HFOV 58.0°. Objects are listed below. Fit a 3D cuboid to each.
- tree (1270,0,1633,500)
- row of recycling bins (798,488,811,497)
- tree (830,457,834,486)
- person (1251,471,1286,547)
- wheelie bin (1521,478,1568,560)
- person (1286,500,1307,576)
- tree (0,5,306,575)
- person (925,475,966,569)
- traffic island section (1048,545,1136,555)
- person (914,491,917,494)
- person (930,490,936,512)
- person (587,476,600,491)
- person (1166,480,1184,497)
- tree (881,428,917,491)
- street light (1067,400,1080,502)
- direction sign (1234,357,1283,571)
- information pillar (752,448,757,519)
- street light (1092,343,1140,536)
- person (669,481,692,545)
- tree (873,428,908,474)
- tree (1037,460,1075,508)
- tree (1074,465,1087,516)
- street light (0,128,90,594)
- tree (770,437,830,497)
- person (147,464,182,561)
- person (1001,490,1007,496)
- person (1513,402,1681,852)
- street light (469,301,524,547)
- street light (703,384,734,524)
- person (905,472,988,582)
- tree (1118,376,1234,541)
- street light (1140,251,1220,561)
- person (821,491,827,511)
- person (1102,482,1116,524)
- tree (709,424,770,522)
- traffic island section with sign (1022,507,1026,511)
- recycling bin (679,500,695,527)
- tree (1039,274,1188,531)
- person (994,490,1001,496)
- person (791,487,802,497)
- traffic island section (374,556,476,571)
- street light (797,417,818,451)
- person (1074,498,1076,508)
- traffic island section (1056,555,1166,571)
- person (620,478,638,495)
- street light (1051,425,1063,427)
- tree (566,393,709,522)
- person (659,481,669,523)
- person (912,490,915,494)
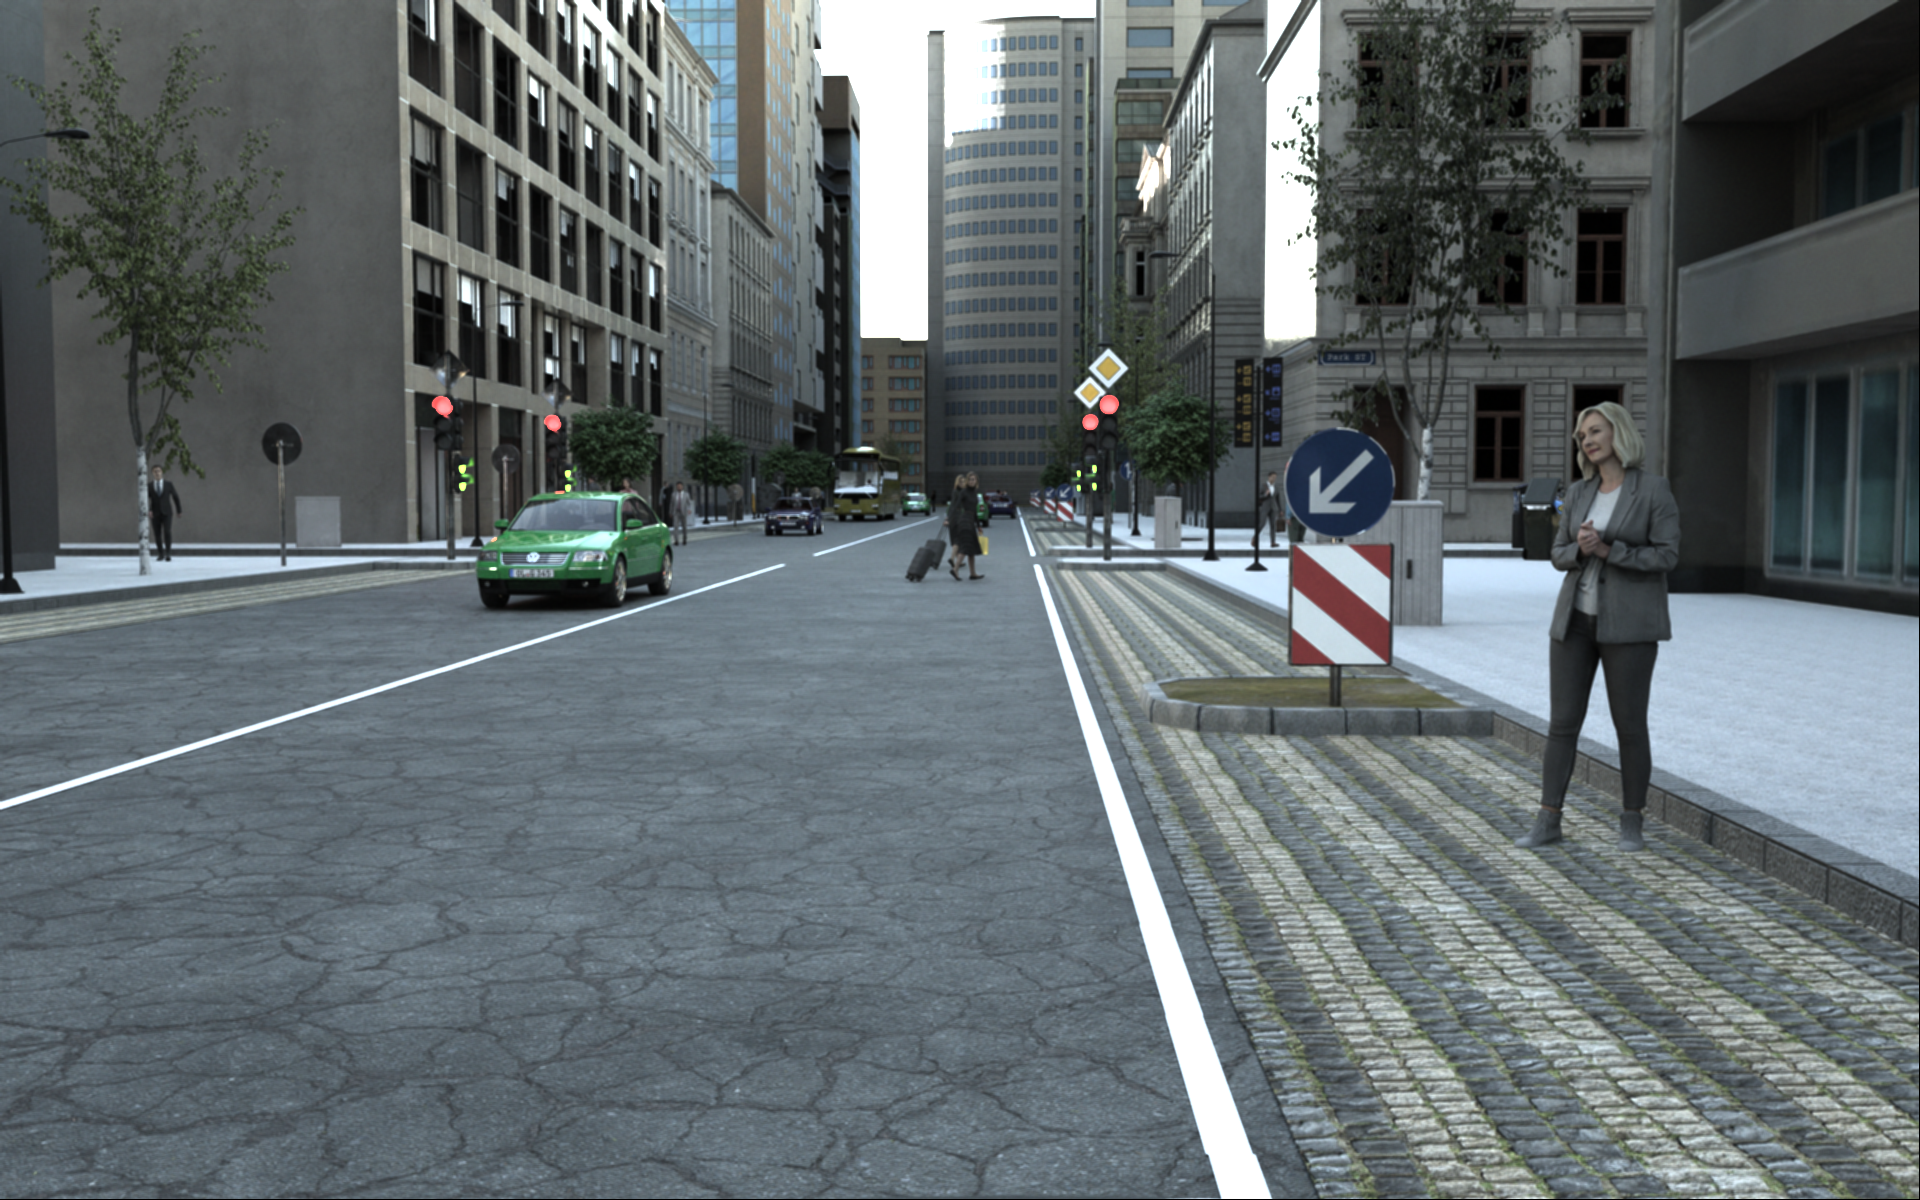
[{"bbox_3d":[5.314,-4.228,19.493,4.360,8.622,3.978,0,3,0],"label":"tree"},{"bbox_3d":[-9.831,-6.349,110.923,1.069,1.692,3.534,0,4,4],"label":"row of recycling bins"},{"bbox_3d":[-9.670,-8.135,116.727,4.285,4.588,4.351,0,3,0],"label":"tree"},{"bbox_3d":[7.441,-2.187,41.767,0.622,1.834,0.822,-2,4,-27],"label":"person"},{"bbox_3d":[11.359,-1.577,33.699,0.693,1.594,0.980,-3,5,-42],"label":"wheelie bin"},{"bbox_3d":[5.269,-1.257,26.945,0.601,1.785,0.444,-2,4,-27],"label":"person"},{"bbox_3d":[-12.675,-4.702,27.241,4.737,8.622,4.395,0,3,0],"label":"tree"},{"bbox_3d":[-0.268,-1.519,33.546,0.699,1.804,1.509,3,5,40],"label":"person"},{"bbox_3d":[3.113,-1.173,41.453,2.009,0.180,2.903,0,4,2],"label":"traffic island section"},{"bbox_3d":[-4.528,-9.993,172.609,0.721,1.736,1.217,-3,4,-36],"label":"person"},{"bbox_3d":[-2.163,-7.799,136.845,0.721,1.723,1.217,1,4,17],"label":"person"},{"bbox_3d":[-11.346,-2.891,53.119,0.447,1.846,0.655,1,4,19],"label":"person"},{"bbox_3d":[6.394,-2.766,51.456,0.473,1.802,0.592,0,4,-4],"label":"person"},{"bbox_3d":[-6.978,-14.622,189.439,4.737,8.622,4.395,0,3,0],"label":"tree"},{"bbox_3d":[5.966,-6.902,85.395,1.470,5.913,1.316,0,4,2],"label":"street light"},{"bbox_3d":[4.969,-2.258,28.911,0.876,3.537,0.379,3,4,38],"label":"direction sign"},{"bbox_3d":[-10.428,-5.885,87.577,0.183,3.616,0.504,0,4,2],"label":"information pillar"},{"bbox_3d":[4.886,-4.937,53.257,1.470,5.913,1.316,0,4,2],"label":"street light"},{"bbox_3d":[-7.811,-2.426,48.439,0.678,1.792,0.850,0,4,0],"label":"person"},{"bbox_3d":[-7.808,-14.938,194.598,4.360,8.622,3.978,0,3,0],"label":"tree"},{"bbox_3d":[8.580,-10.471,154.919,4.285,4.588,4.351,0,3,0],"label":"tree"},{"bbox_3d":[7.557,-6.624,102.897,1.663,3.219,1.824,0,3,0],"label":"tree"},{"bbox_3d":[-11.752,-3.036,22.177,1.470,5.913,1.316,0,4,2],"label":"street light"},{"bbox_3d":[-9.999,-7.075,99.397,4.285,4.588,4.351,0,3,0],"label":"tree"},{"bbox_3d":[-15.294,-1.674,33.184,0.659,1.850,0.755,-1,4,-20],"label":"person"},{"bbox_3d":[3.027,-6.804,120.553,0.742,1.727,0.445,3,5,43],"label":"person"},{"bbox_3d":[2.571,0.109,6.902,0.526,1.800,0.537,-2,4,-32],"label":"person"},{"bbox_3d":[-11.176,-4.238,41.840,1.470,5.913,1.316,0,4,2],"label":"street light"},{"bbox_3d":[-10.227,-6.162,73.296,1.470,5.913,1.316,0,4,2],"label":"street light"},{"bbox_3d":[-0.188,-1.224,28.733,1.509,1.804,0.699,-2,4,-24],"label":"person"},{"bbox_3d":[5.973,-3.946,48.227,4.285,4.588,4.351,0,3,0],"label":"tree"},{"bbox_3d":[4.313,-3.716,33.301,1.470,5.913,1.316,0,4,2],"label":"street light"},{"bbox_3d":[-10.541,-7.803,133.610,0.705,1.826,1.348,1,4,10],"label":"person"},{"bbox_3d":[6.467,-4.163,74.352,0.600,1.795,0.529,2,4,35],"label":"person"},{"bbox_3d":[-11.272,-5.929,80.655,4.285,4.588,4.351,0,3,0],"label":"tree"},{"bbox_3d":[6.252,-8.263,143.727,1.989,1.847,2.006,0,4,2],"label":"traffic island section with sign"},{"bbox_3d":[-10.835,-3.393,68.037,0.722,1.027,0.722,0,4,3],"label":"recycling bin"},{"bbox_3d":[5.702,-6.545,57.381,4.737,8.622,4.395,0,3,0],"label":"tree"},{"bbox_3d":[2.860,-7.260,127.911,1.217,1.736,0.721,2,4,28],"label":"person"},{"bbox_3d":[-8.248,-4.833,87.713,0.606,1.804,0.583,-1,4,-14],"label":"person"},{"bbox_3d":[-9.967,-0.709,33.869,2.009,0.180,2.903,0,4,2],"label":"traffic island section"},{"bbox_3d":[-9.286,-8.075,104.573,1.470,5.913,1.316,0,4,2],"label":"street light"},{"bbox_3d":[10.669,-9.316,159.074,0.721,1.735,1.217,-2,4,-30],"label":"person"},{"bbox_3d":[2.868,-0.684,33.472,2.009,0.180,2.903,0,4,2],"label":"traffic island section"},{"bbox_3d":[-7.889,-1.986,40.984,0.555,1.821,0.388,-1,4,-18],"label":"person"},{"bbox_3d":[6.836,-8.799,116.407,1.470,5.913,1.316,0,4,2],"label":"street light"},{"bbox_3d":[-11.252,-4.442,56.338,4.285,4.588,4.351,0,3,0],"label":"tree"},{"bbox_3d":[-12.058,-3.974,71.145,0.853,1.813,0.709,2,4,23],"label":"person"},{"bbox_3d":[-5.006,-11.054,188.871,0.705,1.869,1.348,1,4,20],"label":"person"}]
